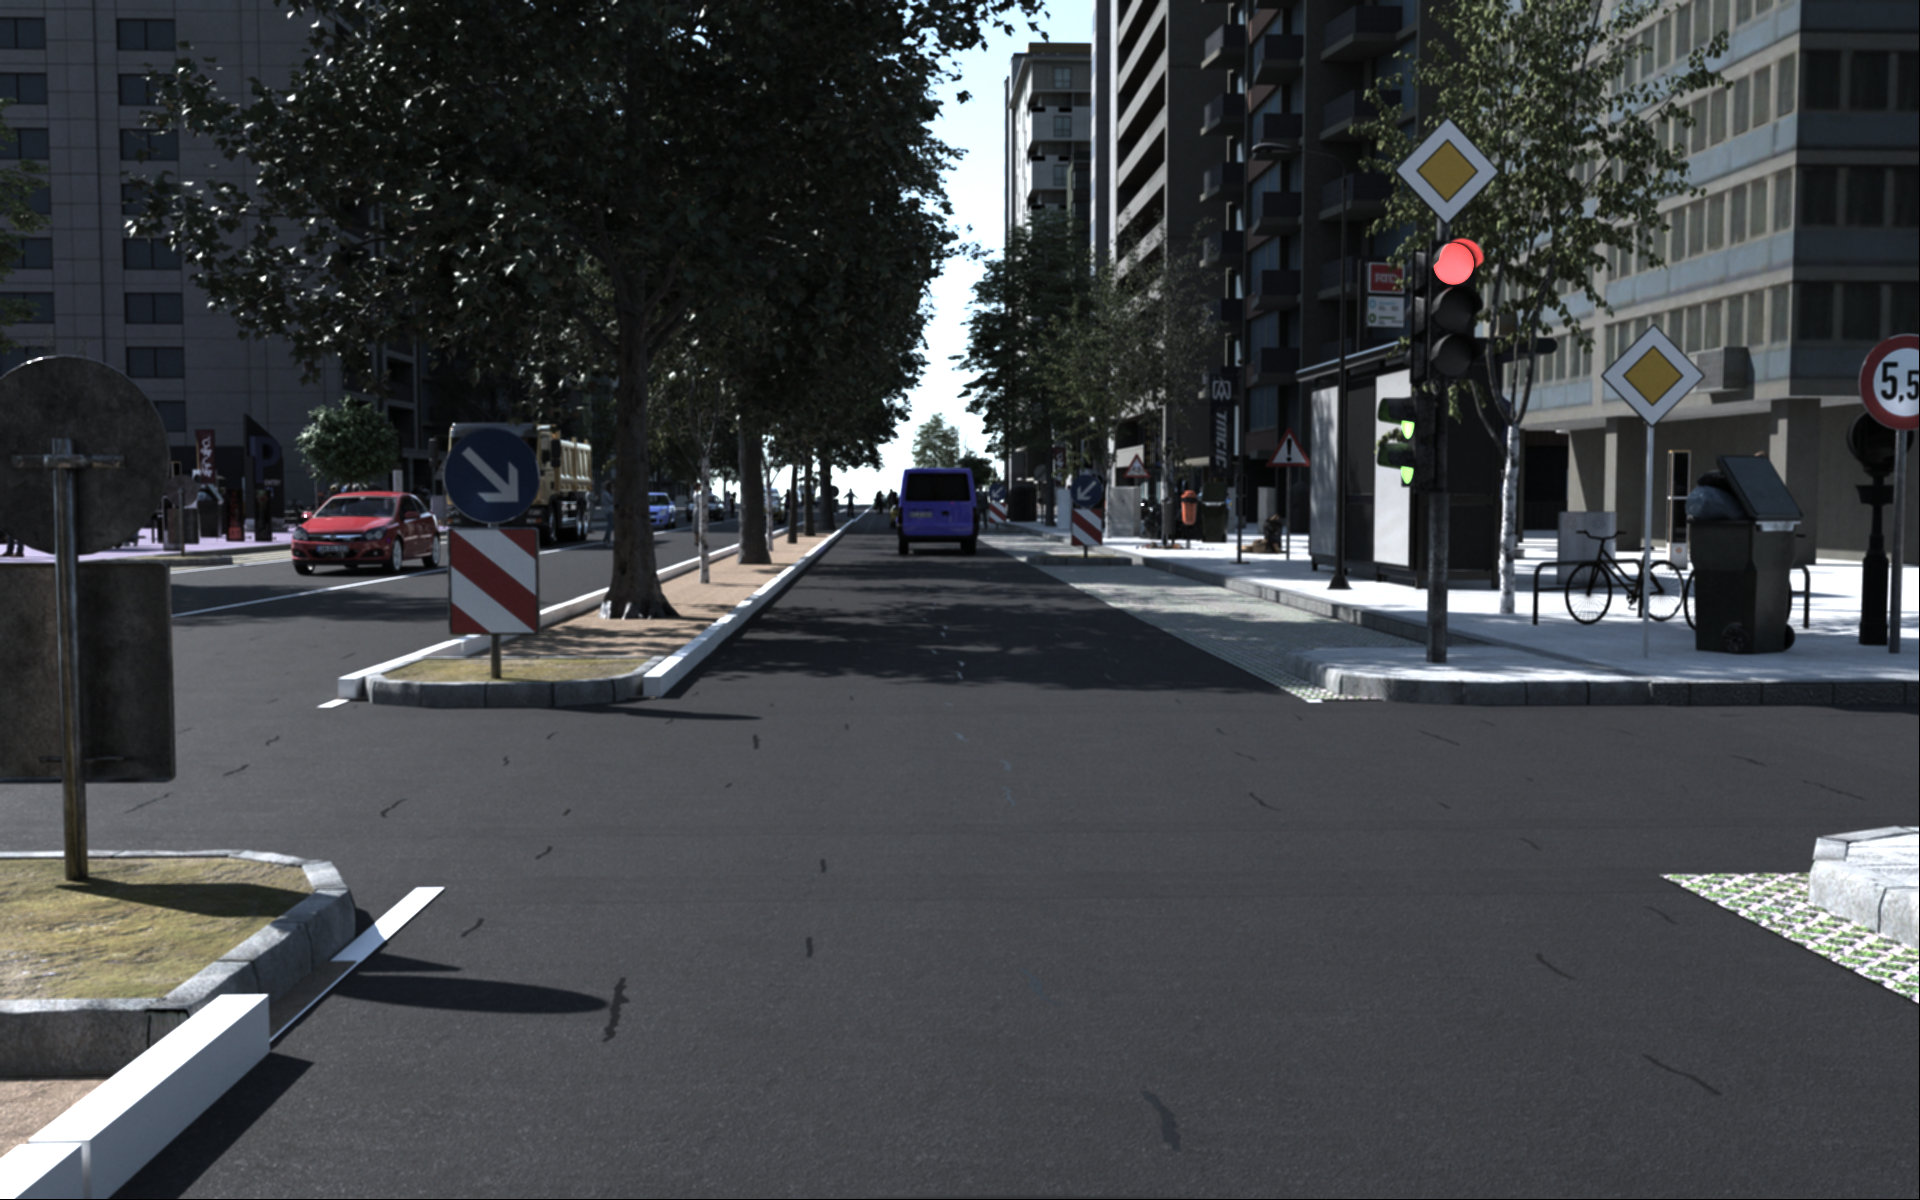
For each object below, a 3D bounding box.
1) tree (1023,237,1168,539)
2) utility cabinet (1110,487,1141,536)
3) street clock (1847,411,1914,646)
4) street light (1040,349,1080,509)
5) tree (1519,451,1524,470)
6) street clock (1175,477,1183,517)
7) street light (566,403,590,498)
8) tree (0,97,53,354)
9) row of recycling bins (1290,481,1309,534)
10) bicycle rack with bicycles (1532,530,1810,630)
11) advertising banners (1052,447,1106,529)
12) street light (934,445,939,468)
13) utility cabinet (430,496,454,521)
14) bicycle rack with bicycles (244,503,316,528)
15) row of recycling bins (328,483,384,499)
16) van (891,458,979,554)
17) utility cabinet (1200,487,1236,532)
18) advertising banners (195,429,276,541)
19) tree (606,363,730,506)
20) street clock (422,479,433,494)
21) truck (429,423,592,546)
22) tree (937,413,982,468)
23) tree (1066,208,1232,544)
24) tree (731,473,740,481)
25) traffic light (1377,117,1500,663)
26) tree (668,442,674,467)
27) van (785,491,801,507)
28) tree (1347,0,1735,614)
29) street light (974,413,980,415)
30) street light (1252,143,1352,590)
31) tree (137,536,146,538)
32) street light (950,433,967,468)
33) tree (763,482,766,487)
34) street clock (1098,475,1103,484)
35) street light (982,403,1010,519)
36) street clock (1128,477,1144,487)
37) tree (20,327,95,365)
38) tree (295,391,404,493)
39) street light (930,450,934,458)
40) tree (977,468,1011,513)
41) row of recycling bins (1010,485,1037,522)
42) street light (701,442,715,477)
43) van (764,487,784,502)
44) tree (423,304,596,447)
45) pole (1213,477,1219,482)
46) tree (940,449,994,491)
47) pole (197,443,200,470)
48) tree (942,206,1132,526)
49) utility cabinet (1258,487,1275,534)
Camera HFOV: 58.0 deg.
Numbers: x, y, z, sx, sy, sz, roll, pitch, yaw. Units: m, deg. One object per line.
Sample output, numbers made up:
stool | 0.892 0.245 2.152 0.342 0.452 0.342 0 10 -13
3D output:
tree | 4.183 -6.093 49.987 4.737 8.622 4.395 0 3 0
utility cabinet | 4.960 -2.667 52.285 0.318 1.500 1.173 -2 4 -35
street clock | 7.786 -0.620 14.707 0.471 2.002 0.358 1 4 16
street light | 3.251 -5.079 55.585 1.470 5.913 1.316 0 4 -2
tree | 12.224 -2.780 40.053 1.663 3.219 1.824 0 3 0
street clock | 9.529 -4.334 75.429 0.358 2.002 0.471 1 4 18
street light | -19.598 -7.099 88.606 1.470 5.913 1.316 0 4 -2
tree | -18.612 -6.669 27.165 7.486 12.596 7.792 0 3 0
row of recycling bins | 12.512 -3.032 56.692 3.534 1.692 1.069 -1 4 -9
bicycle rack with bicycles | 7.069 -0.204 16.718 2.925 0.926 2.852 -2 4 -34
advertising banners | 4.448 -4.173 64.418 2.074 3.025 0.090 0 4 -1
street light | -1.442 -11.734 164.390 1.470 5.913 1.316 0 4 -2
utility cabinet | -21.555 -3.732 72.181 1.020 1.237 0.306 -3 5 -40
bicycle rack with bicycles | -25.627 -3.258 66.647 2.925 0.926 2.852 1 4 18
row of recycling bins | -22.024 -3.433 63.234 1.069 1.692 3.534 -3 5 -42
van | -0.603 -2.357 42.920 2.240 2.365 5.245 0 4 -2
utility cabinet | 8.553 -2.986 57.508 1.173 1.500 0.318 1 4 9
advertising banners | -19.633 -3.102 46.909 2.074 3.025 0.090 0 4 -2
tree | -22.791 -12.890 128.884 7.486 12.596 7.792 0 3 0
street clock | -26.139 -4.922 85.046 0.471 2.002 0.358 0 4 -8
truck | -12.595 -3.294 49.784 3.469 3.379 9.791 0 4 -3
tree | -0.205 -12.490 154.568 4.360 8.622 3.978 0 3 0
tree | 5.046 -5.718 43.847 4.360 8.622 3.978 0 3 0
tree | -24.451 -16.189 182.817 7.486 12.596 7.792 0 3 0
traffic light | 3.615 -1.478 13.091 0.839 4.253 0.868 0 4 -2
tree | -23.217 -12.065 147.622 4.360 8.622 3.978 0 3 0
van | -18.968 -11.604 196.732 2.013 2.044 4.112 0 4 -1
tree | 6.000 -4.173 18.587 4.737 8.622 4.395 0 3 0
street light | 1.476 -7.753 99.305 1.470 5.913 1.316 0 4 -2
street light | 4.570 -3.095 23.145 1.470 5.913 1.316 0 4 -2
tree | -24.176 -3.415 50.429 1.663 3.219 1.824 0 3 0
street light | -0.046 -9.750 131.953 1.470 5.913 1.316 0 4 -2
tree | -27.321 -15.291 244.613 1.663 3.219 1.824 0 3 0
street clock | 5.117 -3.697 65.009 0.471 2.002 0.358 -3 5 -42
street light | 1.927 -7.064 88.034 1.470 5.913 1.316 0 4 -2
street clock | 5.743 -3.185 56.652 0.471 2.002 0.358 -1 4 -20
tree | -39.214 -7.676 75.871 4.360 8.622 3.978 0 3 0
tree | -19.505 -4.387 55.446 4.285 4.588 4.351 0 3 0
street light | -2.123 -12.840 182.479 1.470 5.913 1.316 0 4 -2
tree | 2.290 -7.432 116.119 1.663 3.219 1.824 0 3 0
row of recycling bins | 3.034 -4.558 81.639 1.069 1.692 3.534 1 4 12
street light | -22.451 -11.085 153.785 1.470 5.913 1.316 0 4 -2
van | -11.331 -5.791 101.693 2.013 2.044 4.112 0 4 -4
tree | -19.650 -8.587 74.804 7.601 10.594 8.767 1 4 15
pole | 10.600 -4.763 71.726 0.158 3.312 0.155 0 3 0
tree | 0.996 -8.730 126.452 4.285 4.588 4.351 0 3 0
pole | -28.688 -4.379 65.438 0.158 3.312 0.155 0 3 0
tree | 3.205 -9.233 69.093 7.486 12.596 7.792 0 3 0
utility cabinet | 9.716 -2.822 54.826 0.318 1.500 1.173 1 4 22
